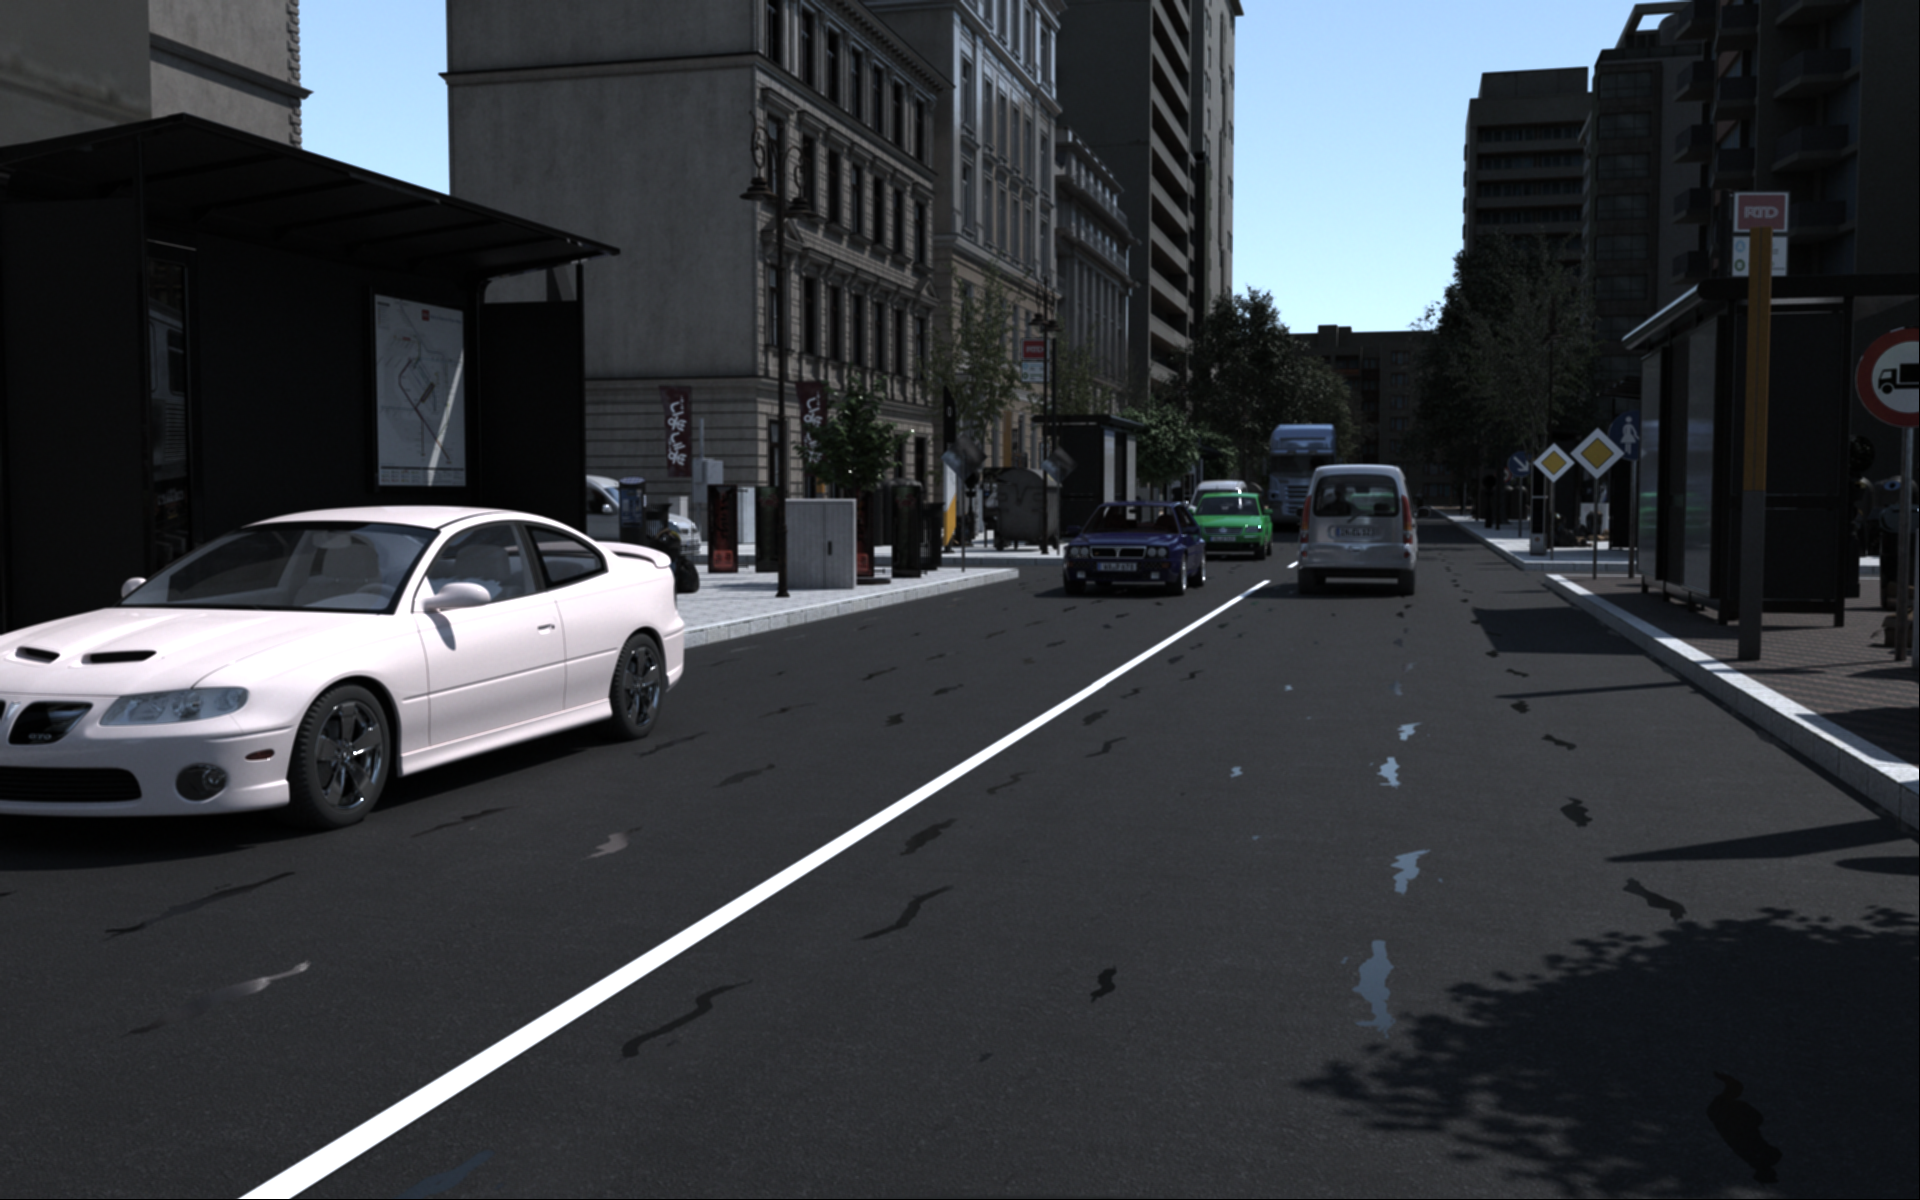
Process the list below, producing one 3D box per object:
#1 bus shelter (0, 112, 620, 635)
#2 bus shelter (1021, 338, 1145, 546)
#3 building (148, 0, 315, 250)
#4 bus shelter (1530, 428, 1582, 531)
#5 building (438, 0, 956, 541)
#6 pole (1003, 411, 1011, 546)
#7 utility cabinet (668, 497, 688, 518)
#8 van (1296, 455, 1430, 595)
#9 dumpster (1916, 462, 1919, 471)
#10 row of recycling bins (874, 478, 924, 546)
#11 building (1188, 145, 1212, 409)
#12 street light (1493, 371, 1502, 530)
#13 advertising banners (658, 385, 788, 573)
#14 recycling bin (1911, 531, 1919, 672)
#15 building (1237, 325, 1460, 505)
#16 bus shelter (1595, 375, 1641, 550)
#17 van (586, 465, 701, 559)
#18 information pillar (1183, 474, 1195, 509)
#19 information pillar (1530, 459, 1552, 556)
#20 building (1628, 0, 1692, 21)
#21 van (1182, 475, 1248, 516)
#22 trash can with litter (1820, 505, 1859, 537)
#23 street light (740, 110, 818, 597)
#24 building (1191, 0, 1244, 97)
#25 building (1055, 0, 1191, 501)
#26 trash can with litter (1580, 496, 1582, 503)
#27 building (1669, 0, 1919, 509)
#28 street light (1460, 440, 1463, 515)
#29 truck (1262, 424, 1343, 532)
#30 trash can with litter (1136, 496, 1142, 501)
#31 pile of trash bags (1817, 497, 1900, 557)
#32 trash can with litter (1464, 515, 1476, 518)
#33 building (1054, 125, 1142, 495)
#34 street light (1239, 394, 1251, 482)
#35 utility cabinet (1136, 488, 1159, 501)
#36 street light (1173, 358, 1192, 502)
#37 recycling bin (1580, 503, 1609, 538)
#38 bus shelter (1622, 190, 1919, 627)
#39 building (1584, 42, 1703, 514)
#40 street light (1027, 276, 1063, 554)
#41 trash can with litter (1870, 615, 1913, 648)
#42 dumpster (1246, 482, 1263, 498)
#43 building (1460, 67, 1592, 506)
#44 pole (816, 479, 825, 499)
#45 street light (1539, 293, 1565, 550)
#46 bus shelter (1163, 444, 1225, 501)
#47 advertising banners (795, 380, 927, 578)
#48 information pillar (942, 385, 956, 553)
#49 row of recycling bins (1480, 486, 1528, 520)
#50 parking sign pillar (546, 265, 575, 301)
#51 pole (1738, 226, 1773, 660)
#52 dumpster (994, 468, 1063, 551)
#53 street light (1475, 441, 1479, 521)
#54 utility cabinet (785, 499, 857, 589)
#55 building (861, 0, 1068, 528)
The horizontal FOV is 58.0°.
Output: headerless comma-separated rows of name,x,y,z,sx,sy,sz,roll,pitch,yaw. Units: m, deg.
bus shelter,-4.849,-1.386,13.937,1.731,3.624,6.357,1,4,14
bus shelter,3.287,-4.246,47.055,2.179,5.291,8.768,1,4,15
building,-33.084,-14.010,57.945,19.941,23.489,11.050,1,4,14
bus shelter,21.726,-4.430,63.713,1.731,3.624,6.357,1,4,14
building,-7.672,-11.717,56.196,10.561,19.102,19.286,1,4,14
pole,1.156,-2.974,42.474,0.158,3.312,0.155,0,3,0
utility cabinet,-6.941,-1.926,42.650,0.306,1.237,1.020,0,4,2
van,6.037,-1.167,26.097,2.013,2.044,4.112,1,4,15
dumpster,6.210,-0.233,9.561,1.264,1.857,1.865,1,4,14
row of recycling bins,-1.798,-2.251,43.911,1.069,1.692,3.534,1,4,21
building,12.686,-22.629,141.691,14.160,30.474,14.107,1,4,14
street light,19.294,-5.454,61.961,0.468,5.910,1.993,1,4,14
advertising banners,-3.832,-1.954,28.139,2.074,3.025,0.090,-1,4,-12
recycling bin,7.389,0.002,12.518,0.722,1.027,0.722,-3,5,-45
building,45.954,-22.452,212.124,28.899,21.520,27.650,1,4,14
bus shelter,14.761,-2.796,37.004,1.731,3.624,6.357,1,4,15
van,-7.252,-1.693,34.689,4.112,2.044,2.013,1,4,14
information pillar,8.242,-3.542,62.396,0.304,2.012,0.304,2,4,34
information pillar,12.107,-1.939,36.201,0.304,2.012,0.304,2,4,28
building,62.247,-26.835,130.636,32.217,40.220,23.993,1,4,14
van,7.578,-2.672,50.705,2.013,2.044,4.112,1,4,15
trash can with litter,12.516,-0.826,24.890,0.624,1.170,1.055,1,4,19
street light,-2.210,-2.973,21.403,0.468,5.910,1.993,1,4,14
building,11.858,-35.299,166.380,27.495,52.752,28.713,1,4,14
building,4.584,-30.640,124.673,21.300,48.544,21.600,1,4,14
trash can with litter,35.742,-5.378,98.992,2.233,1.210,1.678,-1,4,-10
building,44.725,-25.876,77.693,22.147,44.769,28.867,1,4,14
street light,30.508,-8.100,105.229,0.468,5.910,1.993,1,4,14
truck,14.569,-5.055,72.411,2.967,4.110,18.799,1,4,13
trash can with litter,7.205,-3.793,73.072,1.678,1.210,2.233,1,4,11
pile of trash bags,19.295,-1.570,35.426,3.447,1.369,1.912,2,4,24
trash can with litter,28.302,-5.037,93.413,1.678,1.210,2.233,-3,4,-38
building,1.831,-15.650,97.673,13.314,21.916,24.055,1,4,14
street light,13.184,-6.581,80.384,0.468,5.910,1.993,1,4,14
utility cabinet,6.574,-3.292,62.500,1.173,1.500,0.318,1,4,23
street light,7.558,-5.264,58.858,0.468,5.910,1.993,1,4,14
recycling bin,17.998,-2.237,49.133,0.722,1.027,0.722,2,4,24
bus shelter,9.268,-2.638,20.759,2.179,5.291,8.768,1,4,14
building,48.744,-20.968,114.527,14.160,30.474,14.107,1,4,14
street light,1.815,-3.917,36.830,0.468,5.910,1.993,1,4,14
trash can with litter,8.146,-0.180,14.327,1.055,1.170,0.624,3,5,39
dumpster,14.484,-4.965,86.940,1.264,1.857,1.865,1,4,15
building,69.291,-35.291,200.709,21.600,48.544,21.300,1,4,14
pole,-3.207,-2.812,39.814,0.158,3.312,0.155,0,3,0
street light,13.611,-4.108,39.951,0.468,5.910,1.993,1,4,14
bus shelter,9.097,-4.534,68.049,2.014,3.302,5.546,1,4,14
advertising banners,-1.533,-1.862,26.624,2.074,3.025,0.090,1,4,11
information pillar,-0.230,-2.824,37.534,0.183,3.616,0.504,2,4,24
row of recycling bins,27.388,-4.905,87.310,1.069,1.692,3.534,-1,4,-15
parking sign pillar,-4.306,-1.823,18.274,1.447,3.967,1.447,-1,4,-22
pole,6.131,-1.193,13.349,0.158,3.312,0.155,0,3,0
dumpster,1.546,-2.061,39.448,1.264,1.857,1.865,1,4,15
street light,24.970,-6.770,83.474,0.468,5.910,1.993,1,4,14
utility cabinet,-1.929,-0.754,23.492,1.020,1.237,0.306,0,4,7
building,-3.825,-17.695,75.221,13.634,28.700,20.117,1,4,14
